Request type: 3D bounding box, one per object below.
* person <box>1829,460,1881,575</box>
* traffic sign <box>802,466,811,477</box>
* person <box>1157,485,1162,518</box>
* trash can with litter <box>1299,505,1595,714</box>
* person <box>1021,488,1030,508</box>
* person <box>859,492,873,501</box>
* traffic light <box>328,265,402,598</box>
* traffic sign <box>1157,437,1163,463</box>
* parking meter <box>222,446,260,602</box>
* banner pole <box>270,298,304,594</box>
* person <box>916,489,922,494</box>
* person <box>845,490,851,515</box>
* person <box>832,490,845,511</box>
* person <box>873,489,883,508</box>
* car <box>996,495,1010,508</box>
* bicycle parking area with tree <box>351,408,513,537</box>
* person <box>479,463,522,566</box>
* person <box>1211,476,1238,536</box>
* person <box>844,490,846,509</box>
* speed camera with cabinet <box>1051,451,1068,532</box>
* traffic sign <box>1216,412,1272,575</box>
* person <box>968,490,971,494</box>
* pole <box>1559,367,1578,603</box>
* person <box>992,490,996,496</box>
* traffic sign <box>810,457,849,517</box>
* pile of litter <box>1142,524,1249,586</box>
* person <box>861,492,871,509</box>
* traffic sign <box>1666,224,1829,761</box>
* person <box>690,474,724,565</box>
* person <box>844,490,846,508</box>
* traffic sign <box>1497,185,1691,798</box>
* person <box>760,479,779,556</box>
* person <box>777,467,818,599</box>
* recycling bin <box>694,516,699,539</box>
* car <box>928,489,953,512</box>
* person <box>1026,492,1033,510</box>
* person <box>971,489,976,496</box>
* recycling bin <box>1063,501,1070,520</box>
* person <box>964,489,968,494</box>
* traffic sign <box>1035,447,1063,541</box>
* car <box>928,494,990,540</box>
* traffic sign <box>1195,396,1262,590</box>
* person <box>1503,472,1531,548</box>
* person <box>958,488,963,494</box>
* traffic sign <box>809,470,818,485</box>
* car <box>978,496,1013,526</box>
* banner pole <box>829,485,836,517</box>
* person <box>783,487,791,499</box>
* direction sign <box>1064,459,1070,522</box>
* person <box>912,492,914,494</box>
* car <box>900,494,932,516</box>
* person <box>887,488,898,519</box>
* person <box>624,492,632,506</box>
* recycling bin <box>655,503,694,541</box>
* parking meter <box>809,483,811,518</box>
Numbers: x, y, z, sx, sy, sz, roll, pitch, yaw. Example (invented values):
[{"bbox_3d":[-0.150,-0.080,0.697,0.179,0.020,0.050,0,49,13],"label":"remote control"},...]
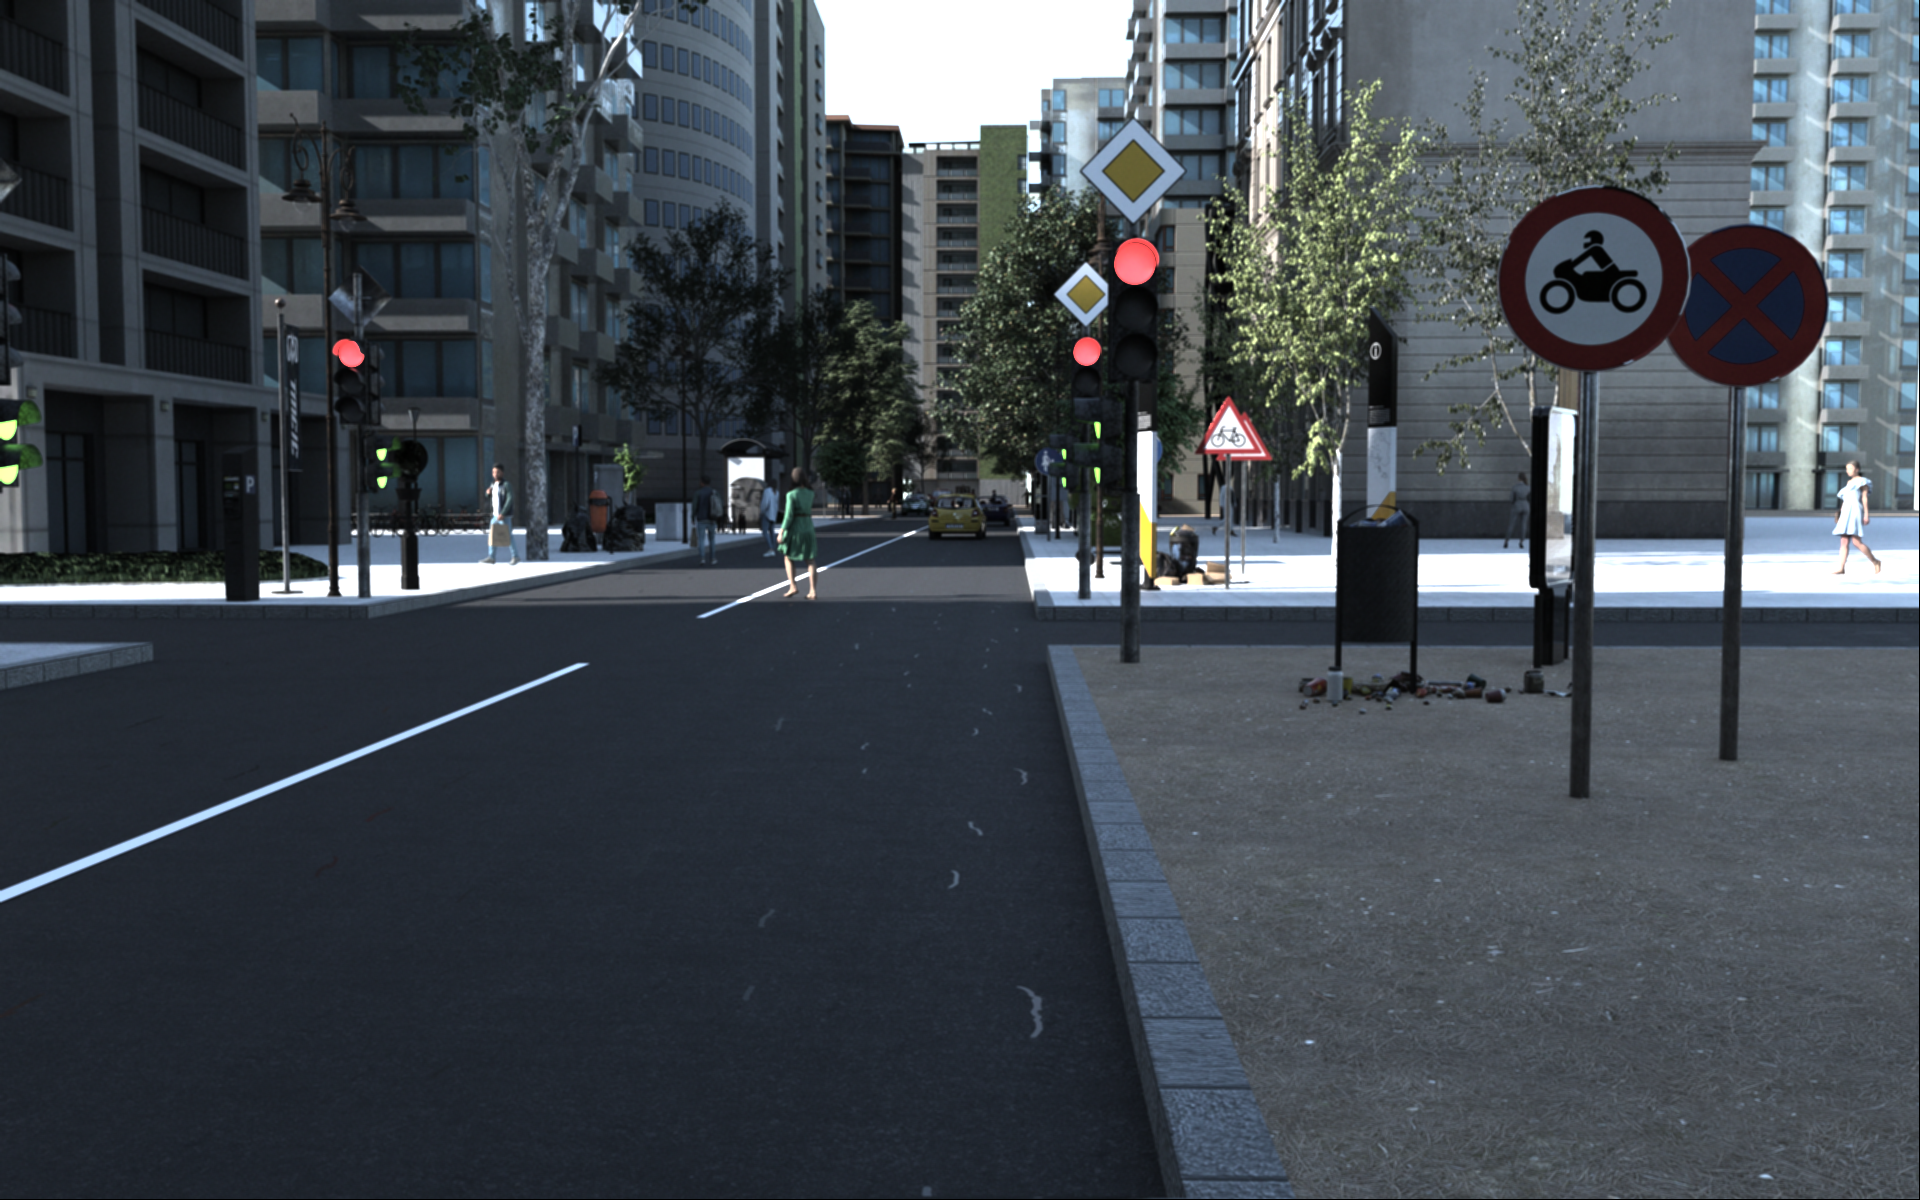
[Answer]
[{"bbox_3d":[14.134,-1.299,27.372,0.778,1.811,0.616,0,4,1],"label":"person"},{"bbox_3d":[-7.411,-5.018,81.774,0.795,2.593,0.064,1,4,11],"label":"traffic sign"},{"bbox_3d":[10.410,-5.295,92.587,0.822,1.834,0.622,0,4,-8],"label":"person"},{"bbox_3d":[3.060,0.004,10.991,2.233,1.210,1.678,0,4,-7],"label":"trash can with litter"},{"bbox_3d":[6.208,-9.390,159.664,1.348,1.812,0.705,-3,5,-39],"label":"person"},{"bbox_3d":[-6.190,-6.540,113.663,0.721,1.739,1.217,3,5,42],"label":"person"},{"bbox_3d":[-7.352,-1.981,21.313,0.839,4.253,0.868,0,4,2],"label":"traffic light"},{"bbox_3d":[3.705,-2.136,35.028,0.768,2.556,0.104,0,4,5],"label":"traffic sign"},{"bbox_3d":[-8.620,-0.920,20.752,0.255,1.863,0.399,1,4,8],"label":"parking meter"},{"bbox_3d":[-8.691,-1.985,22.479,0.401,3.779,0.863,0,4,-1],"label":"banner pole"},{"bbox_3d":[-3.852,-9.603,163.506,0.683,1.767,0.568,1,4,15],"label":"person"},{"bbox_3d":[-6.908,-6.198,107.468,0.705,1.814,1.350,-1,4,-20],"label":"person"},{"bbox_3d":[-8.981,-7.601,130.408,1.350,1.814,0.705,0,4,-3],"label":"person"},{"bbox_3d":[-7.321,-9.049,154.553,0.990,1.755,0.434,-1,4,-11],"label":"person"},{"bbox_3d":[3.577,-9.025,159.927,2.083,1.381,4.827,0,4,2],"label":"car"},{"bbox_3d":[-18.944,-4.176,55.279,9.016,4.147,8.231,2,4,28],"label":"bicycle parking area with tree"},{"bbox_3d":[-8.136,-1.510,30.723,0.713,1.824,0.794,-2,4,-33],"label":"person"},{"bbox_3d":[8.062,-2.856,52.624,0.818,1.842,0.514,2,4,27],"label":"person"},{"bbox_3d":[-10.093,-8.899,152.485,0.436,1.711,0.756,3,5,43],"label":"person"},{"bbox_3d":[4.082,-3.880,57.777,2.038,3.252,0.660,1,4,11],"label":"speed camera with cabinet"},{"bbox_3d":[4.505,-1.682,27.505,0.884,2.594,0.081,0,4,4],"label":"traffic sign"},{"bbox_3d":[0.849,-9.688,166.837,1.348,1.831,0.705,-1,4,-20],"label":"person"},{"bbox_3d":[7.144,-1.624,20.394,0.158,3.312,0.155,0,3,0],"label":"pole"},{"bbox_3d":[2.292,-6.665,118.278,0.445,1.727,0.742,0,4,2],"label":"person"},{"bbox_3d":[-7.215,-6.252,96.090,2.265,3.308,0.079,0,4,4],"label":"traffic sign"},{"bbox_3d":[3.362,-0.657,24.699,1.719,0.858,1.176,-1,4,-10],"label":"pile of litter"},{"bbox_3d":[-8.155,-8.848,150.837,0.705,1.807,1.348,-3,5,-42],"label":"person"},{"bbox_3d":[3.713,-0.501,8.292,0.768,2.556,0.104,0,4,5],"label":"traffic sign"},{"bbox_3d":[-5.160,-1.615,34.883,0.794,1.824,0.713,0,4,-3],"label":"person"},{"bbox_3d":[-10.918,-9.538,162.903,0.530,1.710,0.541,2,4,27],"label":"person"},{"bbox_3d":[2.625,-0.438,7.261,0.768,2.556,0.104,1,4,9],"label":"traffic sign"},{"bbox_3d":[-4.385,-1.911,40.002,0.793,1.790,0.793,0,4,-6],"label":"person"},{"bbox_3d":[-2.183,-0.911,23.649,0.529,1.795,0.600,3,4,38],"label":"person"},{"bbox_3d":[-7.868,-2.233,49.065,0.722,1.027,0.722,2,4,35],"label":"recycling bin"},{"bbox_3d":[-1.411,-7.860,137.190,2.281,1.827,5.304,0,4,0],"label":"car"},{"bbox_3d":[5.720,-7.933,135.883,0.705,1.807,1.348,-3,4,-39],"label":"person"},{"bbox_3d":[1.068,-7.823,136.341,0.705,1.831,1.348,2,4,34],"label":"person"},{"bbox_3d":[5.222,-4.464,85.544,0.722,1.027,0.722,0,4,1],"label":"recycling bin"},{"bbox_3d":[0.443,-8.203,142.625,1.348,1.823,0.705,-3,4,-36],"label":"person"},{"bbox_3d":[2.422,-2.878,47.160,0.768,2.556,0.104,0,4,3],"label":"traffic sign"},{"bbox_3d":[-0.055,-2.789,55.823,2.015,1.641,3.980,0,4,3],"label":"car"},{"bbox_3d":[3.577,-1.414,23.123,0.884,2.594,0.081,1,4,9],"label":"traffic sign"},{"bbox_3d":[13.225,-2.125,41.064,0.520,1.790,0.573,-1,4,-12],"label":"person"},{"bbox_3d":[0.079,-6.641,117.060,1.348,1.826,0.705,-3,4,-36],"label":"person"},{"bbox_3d":[-7.918,-5.603,91.710,0.768,2.556,0.104,1,4,11],"label":"traffic sign"},{"bbox_3d":[1.401,-4.019,78.296,1.945,1.354,3.894,0,4,2],"label":"car"},{"bbox_3d":[-6.972,-6.445,95.385,0.401,3.779,0.863,-2,4,-35],"label":"banner pole"},{"bbox_3d":[-10.861,-6.356,110.493,0.721,1.766,1.217,3,4,37],"label":"person"},{"bbox_3d":[5.087,-5.320,78.987,0.876,3.537,0.379,3,5,41],"label":"direction sign"},{"bbox_3d":[-4.164,-8.744,152.261,1.065,1.426,0.557,0,4,-5],"label":"person"},{"bbox_3d":[-2.925,-6.317,115.087,2.131,1.459,4.920,0,4,1],"label":"car"},{"bbox_3d":[-3.856,-5.526,99.365,0.721,1.766,1.217,1,4,22],"label":"person"},{"bbox_3d":[-13.606,-3.943,71.260,0.760,1.731,0.466,-1,4,-22],"label":"person"},{"bbox_3d":[-7.894,-2.145,47.628,0.722,1.027,0.722,1,4,22],"label":"recycling bin"},{"bbox_3d":[-8.019,-5.219,91.043,0.255,1.863,0.399,0,4,7],"label":"parking meter"}]
